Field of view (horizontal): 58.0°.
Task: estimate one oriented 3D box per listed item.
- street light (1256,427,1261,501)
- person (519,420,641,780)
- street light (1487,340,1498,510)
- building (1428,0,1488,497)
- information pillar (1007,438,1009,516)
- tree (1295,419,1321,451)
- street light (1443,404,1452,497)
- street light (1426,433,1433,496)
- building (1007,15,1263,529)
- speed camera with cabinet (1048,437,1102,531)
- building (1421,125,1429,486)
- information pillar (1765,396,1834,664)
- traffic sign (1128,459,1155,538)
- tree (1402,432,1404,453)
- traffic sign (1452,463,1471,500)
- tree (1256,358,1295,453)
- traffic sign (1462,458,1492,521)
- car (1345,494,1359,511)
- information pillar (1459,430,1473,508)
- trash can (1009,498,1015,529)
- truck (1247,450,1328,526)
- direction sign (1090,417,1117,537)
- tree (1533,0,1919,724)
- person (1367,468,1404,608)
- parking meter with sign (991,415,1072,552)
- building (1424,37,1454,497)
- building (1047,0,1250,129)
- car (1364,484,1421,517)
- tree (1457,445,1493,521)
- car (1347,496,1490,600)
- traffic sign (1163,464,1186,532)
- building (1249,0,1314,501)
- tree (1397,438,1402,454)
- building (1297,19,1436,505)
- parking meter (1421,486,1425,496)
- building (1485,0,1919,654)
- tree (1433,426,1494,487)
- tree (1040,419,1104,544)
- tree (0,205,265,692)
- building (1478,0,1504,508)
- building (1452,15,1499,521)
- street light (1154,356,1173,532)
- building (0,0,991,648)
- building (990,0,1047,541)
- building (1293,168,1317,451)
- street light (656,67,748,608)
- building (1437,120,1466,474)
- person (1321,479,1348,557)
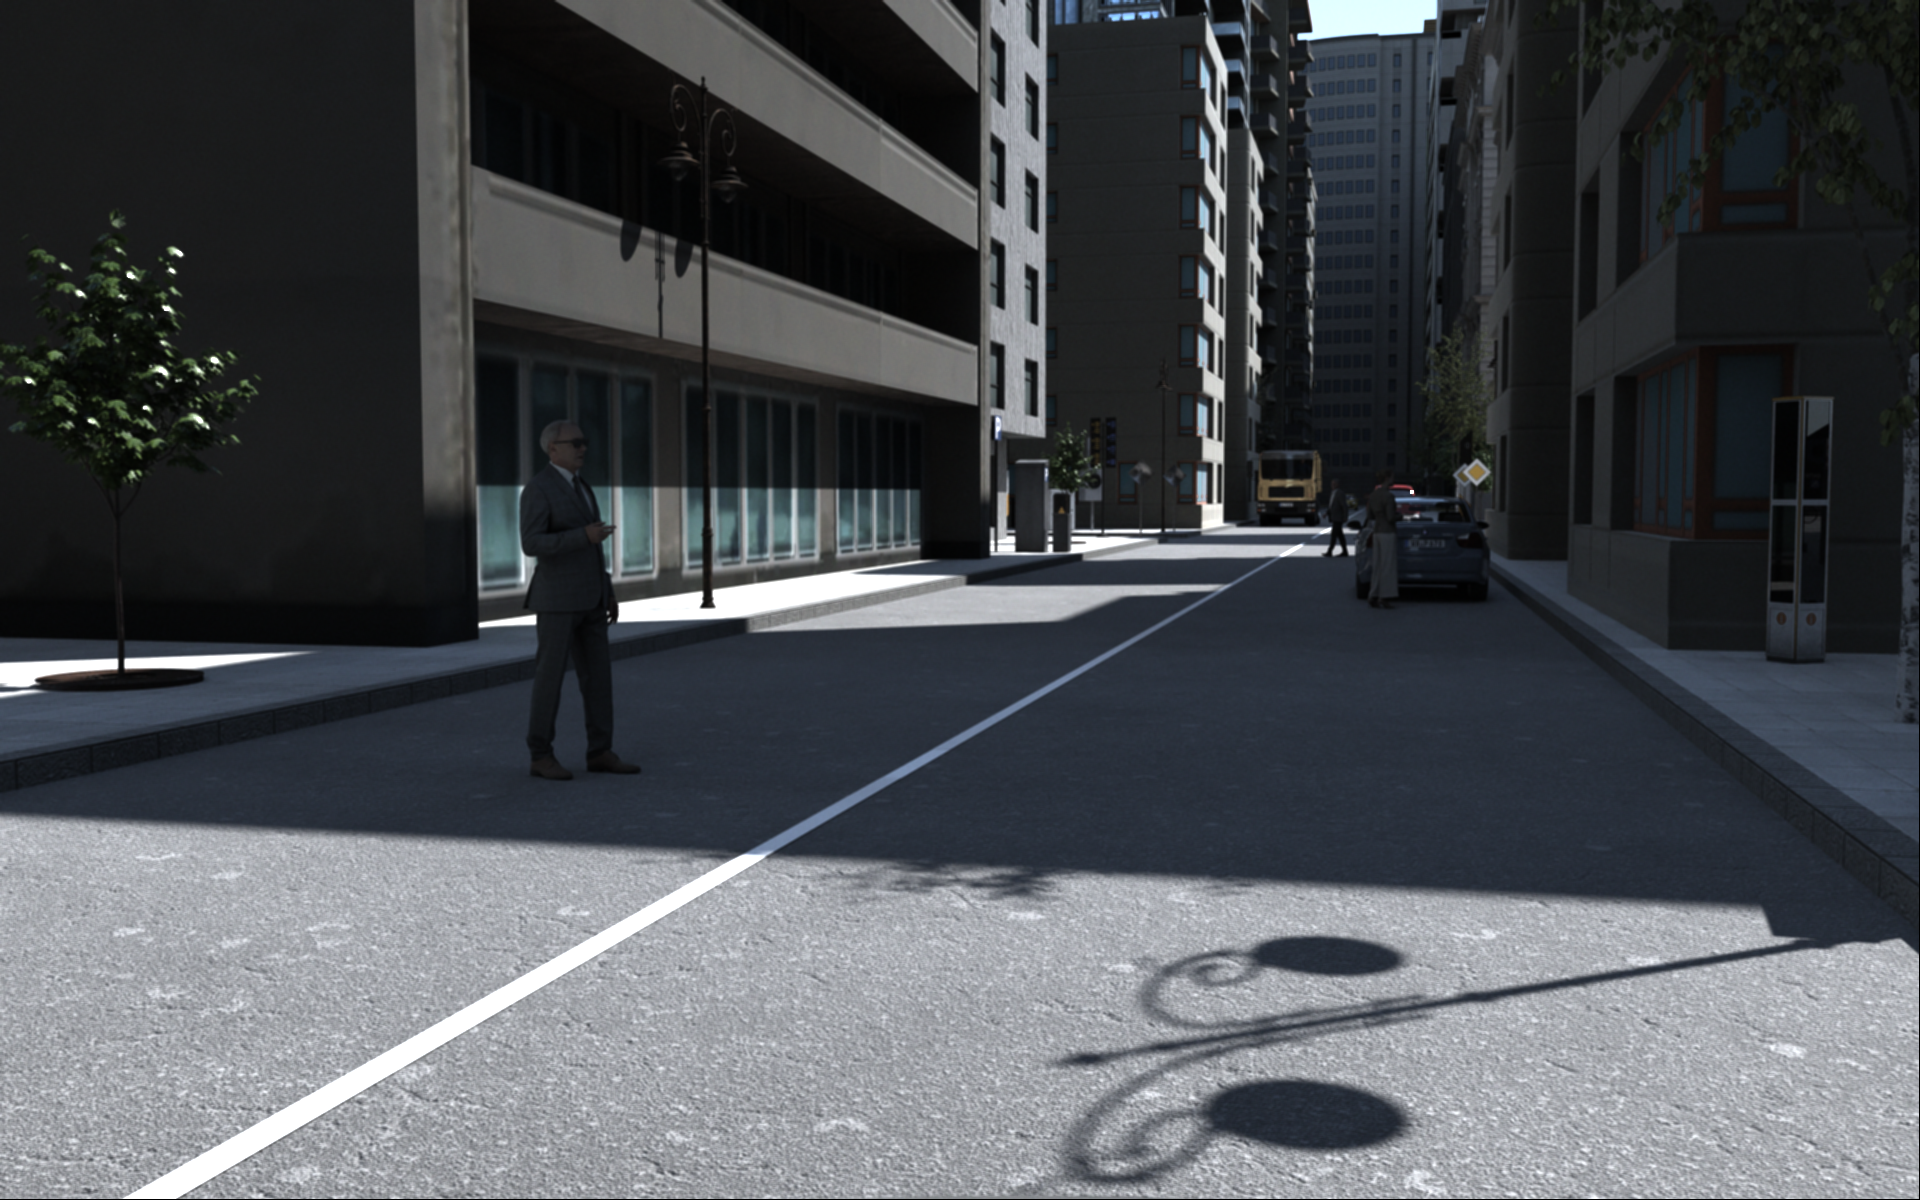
[{"bbox_3d":[17.141,-7.765,99.738,0.468,5.910,1.993,1,4,14],"label":"street light"},{"bbox_3d":[-1.902,-0.003,8.731,0.590,1.801,0.661,1,4,21],"label":"person"},{"bbox_3d":[14.703,-4.572,47.537,0.468,5.910,1.993,1,4,14],"label":"street light"},{"bbox_3d":[55.135,-34.302,150.077,28.713,52.752,27.495,1,4,14],"label":"building"},{"bbox_3d":[1.498,-4.193,59.906,0.183,3.616,0.504,3,5,39],"label":"information pillar"},{"bbox_3d":[32.379,-13.151,165.378,4.360,8.622,3.978,0,3,0],"label":"tree"},{"bbox_3d":[24.261,-6.931,86.107,0.468,5.910,1.993,1,4,14],"label":"street light"},{"bbox_3d":[34.655,-9.486,127.888,0.468,5.910,1.993,1,4,14],"label":"street light"},{"bbox_3d":[-1.083,-14.377,80.108,27.650,21.520,28.899,1,4,14],"label":"building"},{"bbox_3d":[3.919,-4.019,60.039,2.038,3.252,0.660,-1,4,-22],"label":"speed camera with cabinet"},{"bbox_3d":[58.999,-31.172,193.264,14.154,41.232,14.086,1,4,14],"label":"building"},{"bbox_3d":[6.382,-0.531,13.173,0.304,2.012,0.304,-1,4,-19],"label":"information pillar"},{"bbox_3d":[5.262,-2.856,50.334,0.795,2.450,0.064,1,4,14],"label":"traffic sign"},{"bbox_3d":[21.730,-7.604,74.684,4.737,8.622,4.395,0,3,0],"label":"tree"},{"bbox_3d":[16.254,-3.191,55.816,0.795,2.450,0.064,1,4,14],"label":"traffic sign"},{"bbox_3d":[15.565,-8.770,93.747,4.360,8.622,3.978,0,3,0],"label":"tree"},{"bbox_3d":[14.326,-2.717,48.066,0.795,2.450,0.064,1,4,14],"label":"traffic sign"},{"bbox_3d":[33.887,-8.635,151.403,2.015,1.641,3.980,1,4,15],"label":"car"},{"bbox_3d":[18.631,-4.430,63.791,0.183,3.616,0.504,-3,5,-40],"label":"information pillar"},{"bbox_3d":[2.184,-3.199,63.955,0.748,1.137,0.748,0,3,0],"label":"trash can"},{"bbox_3d":[15.103,-5.091,79.156,3.469,3.379,9.791,1,4,13],"label":"truck"},{"bbox_3d":[4.248,-3.634,51.406,0.876,3.537,0.379,2,4,35],"label":"direction sign"},{"bbox_3d":[5.108,-3.616,9.482,4.737,8.622,4.395,0,3,0],"label":"tree"},{"bbox_3d":[5.350,-0.773,21.696,0.362,1.759,0.519,-1,4,-21],"label":"person"},{"bbox_3d":[1.596,-2.574,38.343,1.738,3.016,0.543,1,4,17],"label":"parking meter with sign"},{"bbox_3d":[58.363,-33.707,174.819,21.300,48.544,21.600,1,4,14],"label":"building"},{"bbox_3d":[9.039,-49.050,114.644,22.319,86.520,31.000,1,4,14],"label":"building"},{"bbox_3d":[17.567,-3.772,70.353,2.281,1.827,5.304,1,4,12],"label":"car"},{"bbox_3d":[20.703,-4.525,68.593,1.663,3.219,1.824,0,3,0],"label":"tree"},{"bbox_3d":[6.564,-0.783,24.804,2.014,1.417,4.499,1,4,13],"label":"car"},{"bbox_3d":[7.191,-3.330,58.083,0.795,2.450,0.064,1,4,14],"label":"traffic sign"},{"bbox_3d":[18.238,-30.117,147.041,22.147,44.769,28.867,1,4,14],"label":"building"},{"bbox_3d":[35.872,-11.160,132.833,4.737,8.622,4.395,0,3,0],"label":"tree"},{"bbox_3d":[51.158,-41.506,220.614,28.212,58.520,21.231,1,4,14],"label":"building"},{"bbox_3d":[33.143,-7.234,123.985,0.255,1.863,0.399,0,4,8],"label":"parking meter"},{"bbox_3d":[22.733,-10.963,24.289,27.650,21.520,28.899,1,4,14],"label":"building"},{"bbox_3d":[23.406,-5.854,79.431,4.285,4.588,4.351,0,3,0],"label":"tree"},{"bbox_3d":[2.901,-3.072,44.832,1.663,3.219,1.824,0,3,0],"label":"tree"},{"bbox_3d":[-5.558,-1.045,11.687,1.663,3.219,1.824,0,3,0],"label":"tree"},{"bbox_3d":[28.546,-13.570,58.027,21.152,22.565,11.583,1,4,14],"label":"building"},{"bbox_3d":[33.579,-18.635,92.064,14.401,28.519,23.554,1,4,14],"label":"building"},{"bbox_3d":[6.862,-5.233,58.344,0.468,5.910,1.993,1,4,14],"label":"street light"},{"bbox_3d":[-12.261,-24.588,25.715,21.300,48.544,21.600,1,4,14],"label":"building"},{"bbox_3d":[-5.231,-16.794,46.288,14.107,30.474,14.160,1,4,14],"label":"building"},{"bbox_3d":[27.155,-30.612,192.393,23.993,40.220,32.217,1,4,14],"label":"building"},{"bbox_3d":[-2.840,-2.847,19.334,0.468,5.910,1.993,1,4,14],"label":"street light"},{"bbox_3d":[39.568,-19.667,115.063,14.314,27.812,24.014,1,4,14],"label":"building"},{"bbox_3d":[8.527,-1.871,39.488,0.834,1.777,0.661,-2,4,-24],"label":"person"}]
